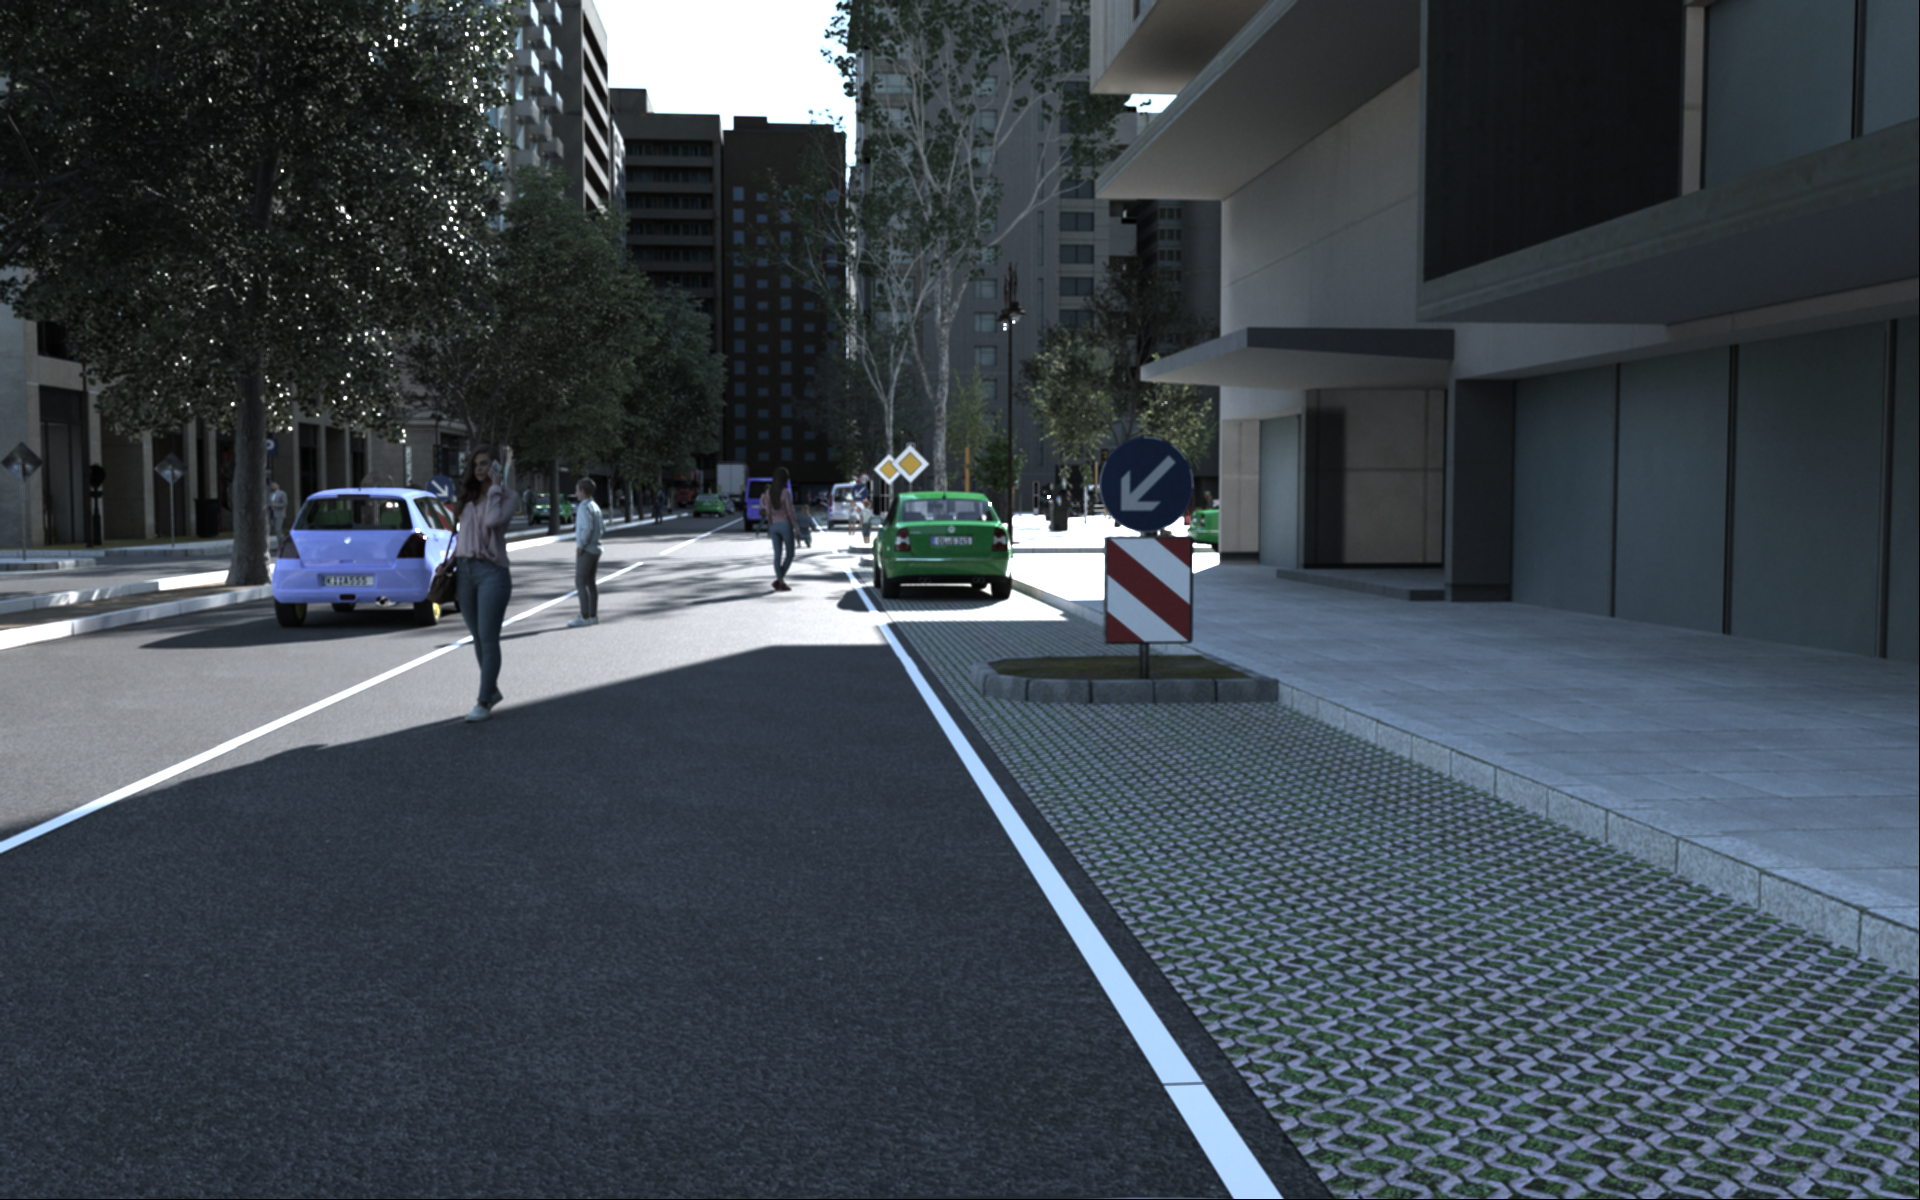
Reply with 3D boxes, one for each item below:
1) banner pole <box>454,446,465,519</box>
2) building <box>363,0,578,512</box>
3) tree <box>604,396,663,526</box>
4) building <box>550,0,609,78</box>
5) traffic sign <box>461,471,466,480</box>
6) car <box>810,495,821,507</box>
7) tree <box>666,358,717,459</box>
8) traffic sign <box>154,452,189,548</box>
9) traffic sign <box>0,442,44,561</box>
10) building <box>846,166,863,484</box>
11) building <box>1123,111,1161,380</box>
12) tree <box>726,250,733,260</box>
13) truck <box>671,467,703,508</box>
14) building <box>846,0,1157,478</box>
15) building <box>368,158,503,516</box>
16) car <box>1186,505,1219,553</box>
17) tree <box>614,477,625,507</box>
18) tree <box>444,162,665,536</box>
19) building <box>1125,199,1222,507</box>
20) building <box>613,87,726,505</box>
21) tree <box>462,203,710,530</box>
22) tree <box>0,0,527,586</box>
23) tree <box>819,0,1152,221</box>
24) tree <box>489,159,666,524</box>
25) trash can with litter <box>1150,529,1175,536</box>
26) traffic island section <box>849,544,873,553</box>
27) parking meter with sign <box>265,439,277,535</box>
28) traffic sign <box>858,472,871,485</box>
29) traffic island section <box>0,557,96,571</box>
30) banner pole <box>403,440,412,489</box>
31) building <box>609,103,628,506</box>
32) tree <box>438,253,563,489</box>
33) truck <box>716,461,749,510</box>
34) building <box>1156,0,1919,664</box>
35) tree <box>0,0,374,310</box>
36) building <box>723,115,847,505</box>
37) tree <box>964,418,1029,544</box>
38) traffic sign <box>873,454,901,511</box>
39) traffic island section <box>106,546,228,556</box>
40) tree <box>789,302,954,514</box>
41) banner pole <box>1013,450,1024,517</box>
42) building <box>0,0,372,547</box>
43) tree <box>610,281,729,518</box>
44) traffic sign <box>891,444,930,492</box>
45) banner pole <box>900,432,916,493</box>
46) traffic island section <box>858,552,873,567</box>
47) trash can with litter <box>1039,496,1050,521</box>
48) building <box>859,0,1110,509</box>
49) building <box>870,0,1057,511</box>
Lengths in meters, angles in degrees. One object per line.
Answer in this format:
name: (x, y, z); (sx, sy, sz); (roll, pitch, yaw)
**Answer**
banner pole: (-26.119, -6.145, 90.492); (0.863, 3.779, 0.401); (2, 4, 30)
building: (-41.924, -31.168, 129.198); (23.786, 49.044, 30.456); (0, 4, -5)
tree: (-15.529, -7.587, 76.859); (4.737, 8.622, 4.395); (0, 3, 0)
building: (-43.210, -32.507, 155.196); (21.300, 48.544, 21.600); (0, 4, -5)
traffic sign: (-24.870, -5.357, 87.699); (0.768, 2.556, 0.104); (0, 4, -5)
car: (-14.573, -10.031, 176.582); (1.945, 1.354, 3.894); (0, 4, -4)
tree: (-15.929, -8.941, 83.047); (8.767, 10.594, 7.601); (0, 4, -5)
traffic sign: (-18.773, -2.301, 41.264); (0.795, 2.450, 0.064); (0, 4, -5)
traffic sign: (-18.024, -1.815, 33.314); (0.795, 2.450, 0.064); (0, 4, -5)
building: (-6.512, -32.162, 209.446); (14.086, 41.232, 14.154); (0, 4, -5)
building: (29.353, -36.559, 217.343); (30.456, 49.044, 23.786); (0, 4, -5)
tree: (-4.824, -14.103, 86.478); (12.611, 20.169, 13.585); (0, 3, 0)
truck: (-28.915, -11.939, 184.119); (2.839, 4.237, 11.283); (0, 4, -4)
building: (3.041, -36.111, 179.657); (28.713, 52.752, 27.495); (0, 4, -5)
building: (-32.898, -14.914, 94.752); (10.553, 20.767, 40.483); (0, 4, -5)
car: (7.714, -1.951, 40.700); (4.718, 1.807, 1.959); (0, 4, -4)
tree: (-34.695, -11.102, 176.116); (1.663, 3.219, 1.824); (0, 3, 0)
tree: (-14.062, -8.494, 59.456); (7.486, 12.596, 7.792); (0, 3, 0)
building: (29.798, -29.840, 179.766); (23.993, 40.220, 32.217); (0, 4, -5)
building: (-39.088, -35.884, 210.399); (21.600, 48.544, 21.300); (0, 4, -5)
tree: (-14.835, -9.088, 68.050); (9.611, 12.733, 9.660); (0, 3, 0)
tree: (-11.207, -7.208, 26.959); (9.857, 13.997, 8.962); (0, 3, 0)
tree: (-0.018, -12.065, 53.155); (12.611, 20.169, 13.585); (0, 3, 0)
tree: (-12.484, -6.615, 45.018); (8.767, 10.594, 7.601); (0, 4, -5)
trash can with litter: (5.647, -2.317, 49.264); (1.055, 1.170, 0.624); (3, 5, 39)
traffic island section: (-1.729, -1.262, 42.919); (2.009, 0.180, 2.903); (0, 4, -5)
parking meter with sign: (-21.637, -3.508, 53.610); (0.543, 3.016, 1.738); (0, 4, -6)
traffic sign: (-5.631, -6.243, 102.182); (0.768, 2.556, 0.104); (0, 4, -1)
traffic island section: (-18.047, -0.678, 33.373); (2.009, 0.180, 2.903); (0, 4, -5)
banner pole: (-25.544, -5.505, 80.028); (0.863, 3.779, 0.401); (3, 5, 43)
building: (-42.532, -30.518, 182.561); (14.086, 41.232, 14.154); (0, 4, -5)
tree: (-13.712, -6.035, 51.491); (4.360, 8.622, 3.978); (0, 3, 0)
truck: (-20.142, -10.132, 154.566); (2.839, 4.237, 11.283); (0, 4, -4)
building: (16.936, -26.297, 19.202); (28.713, 52.752, 27.495); (0, 4, -5)
tree: (-10.000, -4.941, 17.658); (8.767, 10.594, 7.601); (0, 4, -5)
building: (-20.938, -34.163, 208.676); (14.200, 45.320, 14.600); (0, 4, -5)
tree: (0.916, -3.050, 44.464); (1.663, 3.219, 1.824); (0, 3, 0)
traffic sign: (-1.752, -2.397, 42.840); (0.795, 2.450, 0.064); (0, 4, -5)
traffic island section: (-18.796, -1.165, 41.323); (2.009, 0.180, 2.903); (0, 4, -5)
tree: (-5.798, -12.263, 110.866); (12.009, 13.543, 11.850); (0, 3, 0)
banner pole: (3.267, -6.576, 97.529); (0.401, 3.779, 0.863); (3, 4, 38)
building: (-33.617, -15.449, 57.101); (19.350, 26.468, 34.151); (0, 4, -5)
tree: (-18.308, -11.928, 104.141); (9.857, 13.997, 8.962); (0, 3, 0)
traffic sign: (-1.003, -1.911, 34.890); (0.795, 2.450, 0.064); (0, 4, -5)
banner pole: (-2.128, -4.874, 69.699); (0.863, 3.779, 0.401); (-1, 4, -20)
traffic island section: (-0.980, -0.776, 34.969); (2.009, 0.180, 2.903); (0, 4, -5)
trash can with litter: (4.446, -4.315, 81.932); (0.624, 1.170, 1.055); (-3, 5, -41)
building: (1.446, -43.799, 154.362); (20.563, 71.187, 20.611); (0, 4, -5)
building: (-0.131, -27.762, 137.505); (14.154, 41.232, 14.086); (0, 4, -5)
